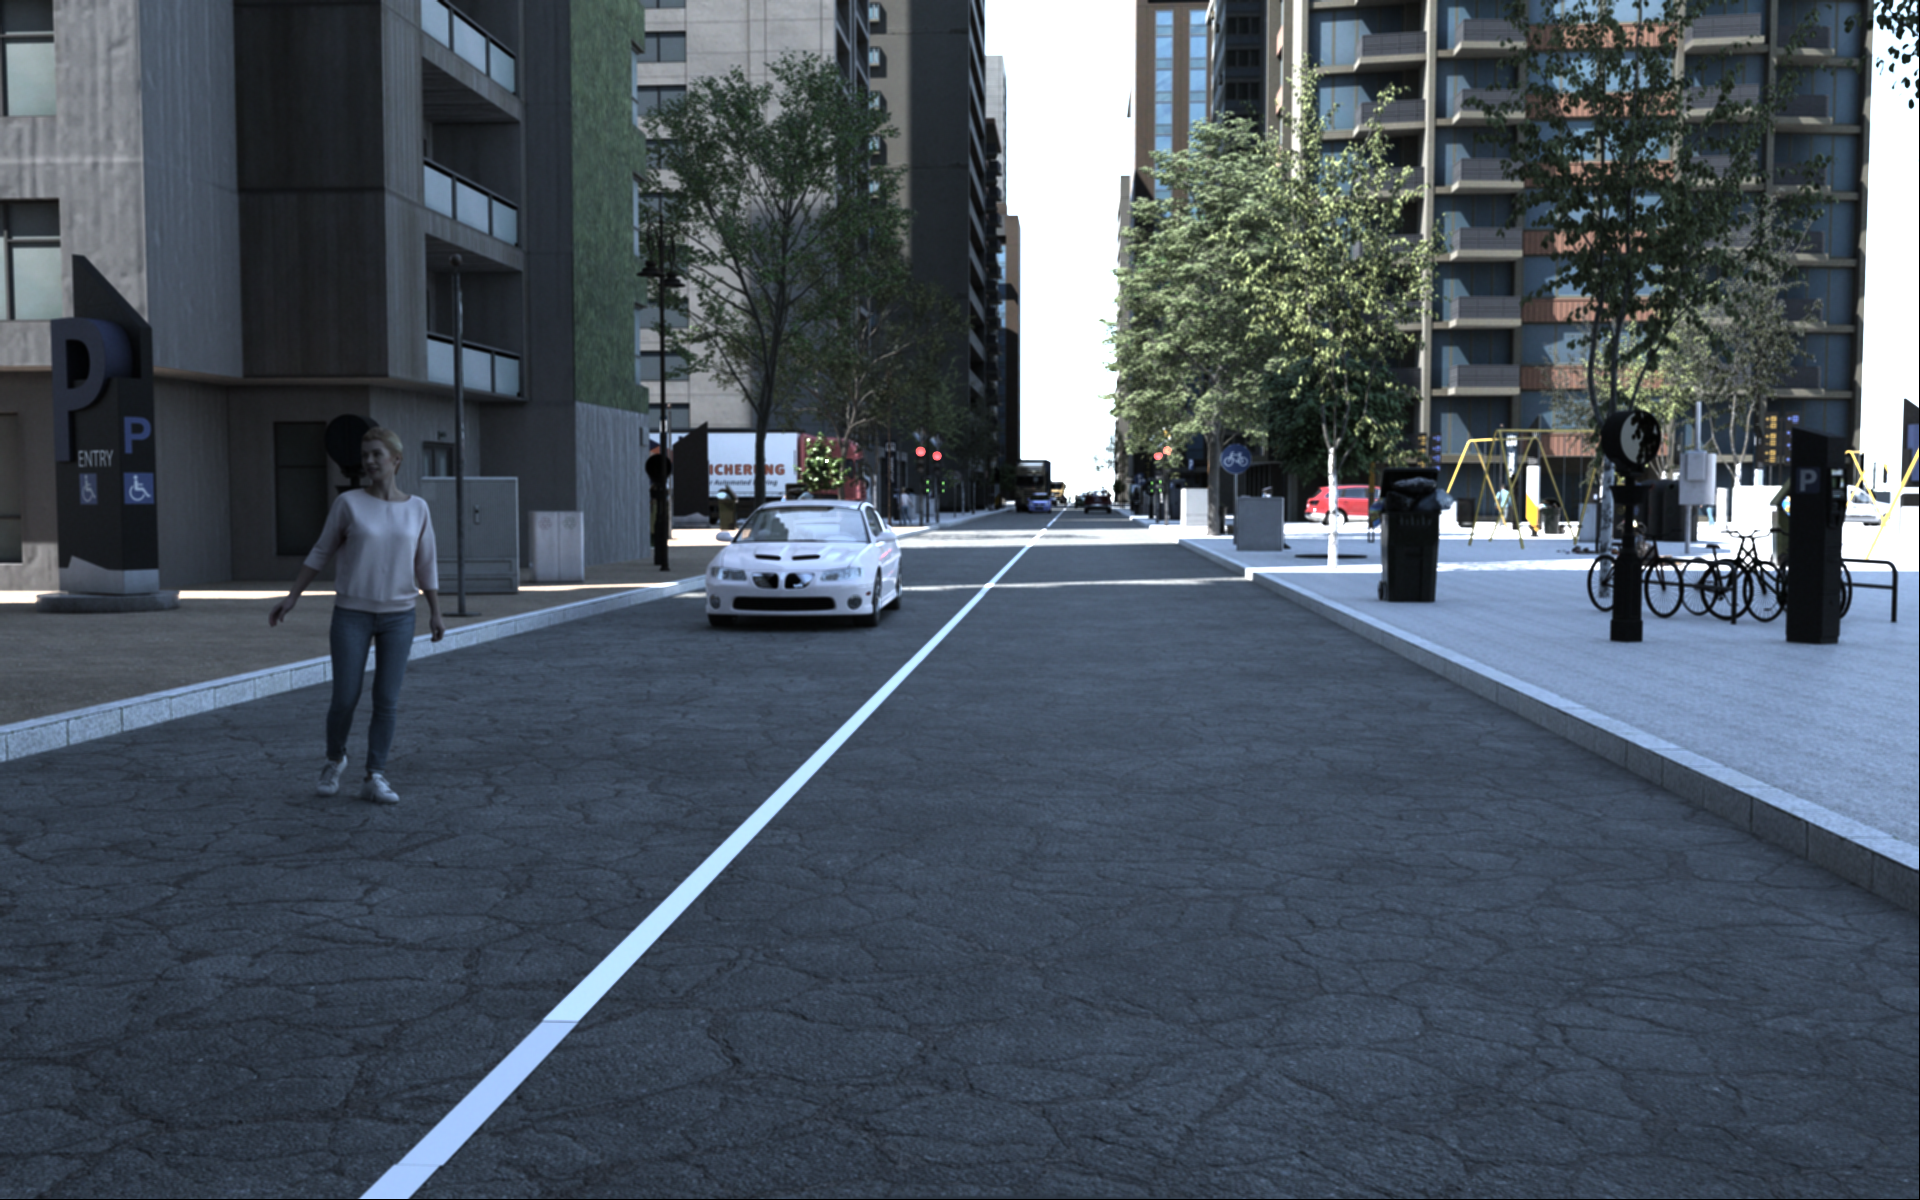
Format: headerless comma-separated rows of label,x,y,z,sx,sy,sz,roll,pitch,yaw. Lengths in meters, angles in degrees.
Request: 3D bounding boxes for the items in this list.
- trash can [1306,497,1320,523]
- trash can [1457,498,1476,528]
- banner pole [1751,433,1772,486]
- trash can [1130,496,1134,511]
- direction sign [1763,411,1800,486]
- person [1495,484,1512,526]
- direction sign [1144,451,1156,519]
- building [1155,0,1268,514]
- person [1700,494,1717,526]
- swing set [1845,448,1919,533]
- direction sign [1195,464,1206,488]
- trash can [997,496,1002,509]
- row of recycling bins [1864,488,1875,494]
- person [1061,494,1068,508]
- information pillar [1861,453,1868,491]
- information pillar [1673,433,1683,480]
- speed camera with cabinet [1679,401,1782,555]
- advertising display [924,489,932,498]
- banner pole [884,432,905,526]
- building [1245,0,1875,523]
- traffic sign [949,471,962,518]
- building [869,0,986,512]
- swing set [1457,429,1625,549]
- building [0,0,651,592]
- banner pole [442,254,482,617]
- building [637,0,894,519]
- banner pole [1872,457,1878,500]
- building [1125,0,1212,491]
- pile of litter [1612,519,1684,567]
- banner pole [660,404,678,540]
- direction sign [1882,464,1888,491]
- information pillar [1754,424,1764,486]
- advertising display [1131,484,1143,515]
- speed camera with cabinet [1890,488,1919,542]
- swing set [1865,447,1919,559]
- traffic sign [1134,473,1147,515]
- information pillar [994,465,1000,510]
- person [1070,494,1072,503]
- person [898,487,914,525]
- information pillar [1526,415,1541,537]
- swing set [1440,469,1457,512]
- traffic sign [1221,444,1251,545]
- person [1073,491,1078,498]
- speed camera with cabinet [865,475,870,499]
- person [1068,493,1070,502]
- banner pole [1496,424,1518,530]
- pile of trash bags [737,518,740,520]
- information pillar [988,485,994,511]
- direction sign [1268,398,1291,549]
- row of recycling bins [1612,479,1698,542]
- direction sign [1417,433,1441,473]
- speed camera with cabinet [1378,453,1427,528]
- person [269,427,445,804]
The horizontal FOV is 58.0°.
trash can,15.616,-3.948,76.195,0.748,1.137,0.748,0,3,0
trash can,19.207,-3.304,65.679,0.748,1.137,0.748,0,3,0
banner pole,28.791,-4.405,62.036,0.863,3.779,0.401,0,4,6
trash can,13.297,-7.362,132.018,0.748,1.137,0.748,0,3,0
direction sign,22.584,-3.406,47.685,0.876,3.537,0.379,2,4,28
person,22.868,-3.953,72.999,0.638,1.841,0.748,3,5,39
direction sign,10.034,-6.030,90.579,0.876,3.537,0.379,-1,4,-10
building,29.242,-25.783,113.430,32.217,40.220,23.993,0,4,4
person,31.344,-3.883,72.335,0.721,1.781,0.623,3,4,36
swing set,33.270,-4.048,63.798,3.119,2.851,2.862,-3,5,-43
direction sign,18.325,-8.553,131.830,0.876,3.537,0.379,2,4,29
trash can,3.338,-8.482,150.330,0.748,1.137,0.748,0,3,0
row of recycling bins,62.855,-7.087,122.984,3.534,1.692,1.069,2,4,25
person,10.481,-9.896,173.530,0.697,1.427,0.421,-1,4,-21
information pillar,49.542,-6.361,95.364,0.504,3.616,0.183,0,4,-7
information pillar,27.673,-4.614,66.786,0.183,3.616,0.504,-1,4,-8
speed camera with cabinet,16.440,-2.601,36.858,2.038,3.252,0.660,2,4,29
advertising display,-2.113,-6.683,114.487,0.123,1.923,0.974,2,4,28
banner pole,-2.642,-4.896,70.059,0.863,3.779,0.401,0,4,3
building,28.206,-26.387,86.053,28.867,44.769,22.147,0,4,4
traffic sign,-0.278,-5.783,94.661,0.768,2.556,0.104,0,4,5
building,-9.276,-31.032,131.070,21.300,48.544,21.600,0,4,4
swing set,14.220,-2.715,42.005,3.119,2.851,2.862,-1,4,-9
building,-13.755,-21.039,27.583,14.154,41.232,14.086,0,4,4
banner pole,-5.297,-1.735,18.381,0.401,3.779,0.863,-1,4,-11
building,-13.646,-40.355,98.048,20.563,71.187,20.611,0,4,4
banner pole,61.567,-7.741,116.589,0.401,3.779,0.863,0,4,8
building,20.946,-30.021,140.955,14.600,45.320,14.200,0,4,4
pile of litter,12.351,-1.062,31.329,1.176,0.858,1.719,0,4,-6
banner pole,-8.212,-3.574,48.456,0.401,3.779,0.863,-2,4,-35
direction sign,69.317,-8.429,129.811,0.876,3.537,0.379,-3,5,-40
information pillar,26.946,-4.103,58.440,0.504,3.616,0.183,-3,5,-44
advertising display,10.961,-6.249,107.384,0.123,1.923,0.974,-3,4,-37
speed camera with cabinet,26.018,-3.168,46.132,2.038,3.252,0.660,1,4,22
swing set,18.779,-2.093,31.839,3.119,2.851,2.862,-2,4,-32
traffic sign,10.830,-6.358,104.058,0.768,2.556,0.104,0,4,4
information pillar,3.010,-9.130,140.622,0.504,3.616,0.183,3,5,45
person,17.237,-15.740,269.070,0.599,1.433,0.991,-1,4,-10
person,-2.262,-4.014,74.809,0.598,1.740,0.731,3,5,41
information pillar,17.041,-3.675,51.436,0.183,3.616,0.504,-1,4,-22
swing set,15.166,-3.127,48.746,2.862,2.851,3.119,-1,4,-19
traffic sign,6.984,-2.679,43.907,0.768,2.556,0.104,0,4,8
person,15.894,-14.045,238.151,0.705,1.822,1.348,-2,4,-23
speed camera with cabinet,-5.292,-5.367,82.090,2.038,3.252,0.660,-2,4,-25
person,18.994,-17.783,300.046,0.445,1.727,0.742,0,4,3
banner pole,19.549,-4.397,61.905,0.863,3.779,0.401,3,5,44
pile of trash bags,-12.482,-4.619,85.275,3.447,1.369,1.912,1,4,9
information pillar,2.367,-8.093,136.810,0.304,2.012,0.304,0,4,2
direction sign,7.574,-2.968,40.529,0.379,3.537,0.876,-3,5,-43
row of recycling bins,19.300,-2.506,48.080,1.069,1.692,3.534,0,4,-8
direction sign,17.328,-4.408,64.060,0.876,3.537,0.379,0,4,3
speed camera with cabinet,16.910,-4.362,65.659,2.038,3.252,0.660,3,5,43
person,-2.856,0.065,8.109,0.731,1.740,0.598,-3,4,-38
